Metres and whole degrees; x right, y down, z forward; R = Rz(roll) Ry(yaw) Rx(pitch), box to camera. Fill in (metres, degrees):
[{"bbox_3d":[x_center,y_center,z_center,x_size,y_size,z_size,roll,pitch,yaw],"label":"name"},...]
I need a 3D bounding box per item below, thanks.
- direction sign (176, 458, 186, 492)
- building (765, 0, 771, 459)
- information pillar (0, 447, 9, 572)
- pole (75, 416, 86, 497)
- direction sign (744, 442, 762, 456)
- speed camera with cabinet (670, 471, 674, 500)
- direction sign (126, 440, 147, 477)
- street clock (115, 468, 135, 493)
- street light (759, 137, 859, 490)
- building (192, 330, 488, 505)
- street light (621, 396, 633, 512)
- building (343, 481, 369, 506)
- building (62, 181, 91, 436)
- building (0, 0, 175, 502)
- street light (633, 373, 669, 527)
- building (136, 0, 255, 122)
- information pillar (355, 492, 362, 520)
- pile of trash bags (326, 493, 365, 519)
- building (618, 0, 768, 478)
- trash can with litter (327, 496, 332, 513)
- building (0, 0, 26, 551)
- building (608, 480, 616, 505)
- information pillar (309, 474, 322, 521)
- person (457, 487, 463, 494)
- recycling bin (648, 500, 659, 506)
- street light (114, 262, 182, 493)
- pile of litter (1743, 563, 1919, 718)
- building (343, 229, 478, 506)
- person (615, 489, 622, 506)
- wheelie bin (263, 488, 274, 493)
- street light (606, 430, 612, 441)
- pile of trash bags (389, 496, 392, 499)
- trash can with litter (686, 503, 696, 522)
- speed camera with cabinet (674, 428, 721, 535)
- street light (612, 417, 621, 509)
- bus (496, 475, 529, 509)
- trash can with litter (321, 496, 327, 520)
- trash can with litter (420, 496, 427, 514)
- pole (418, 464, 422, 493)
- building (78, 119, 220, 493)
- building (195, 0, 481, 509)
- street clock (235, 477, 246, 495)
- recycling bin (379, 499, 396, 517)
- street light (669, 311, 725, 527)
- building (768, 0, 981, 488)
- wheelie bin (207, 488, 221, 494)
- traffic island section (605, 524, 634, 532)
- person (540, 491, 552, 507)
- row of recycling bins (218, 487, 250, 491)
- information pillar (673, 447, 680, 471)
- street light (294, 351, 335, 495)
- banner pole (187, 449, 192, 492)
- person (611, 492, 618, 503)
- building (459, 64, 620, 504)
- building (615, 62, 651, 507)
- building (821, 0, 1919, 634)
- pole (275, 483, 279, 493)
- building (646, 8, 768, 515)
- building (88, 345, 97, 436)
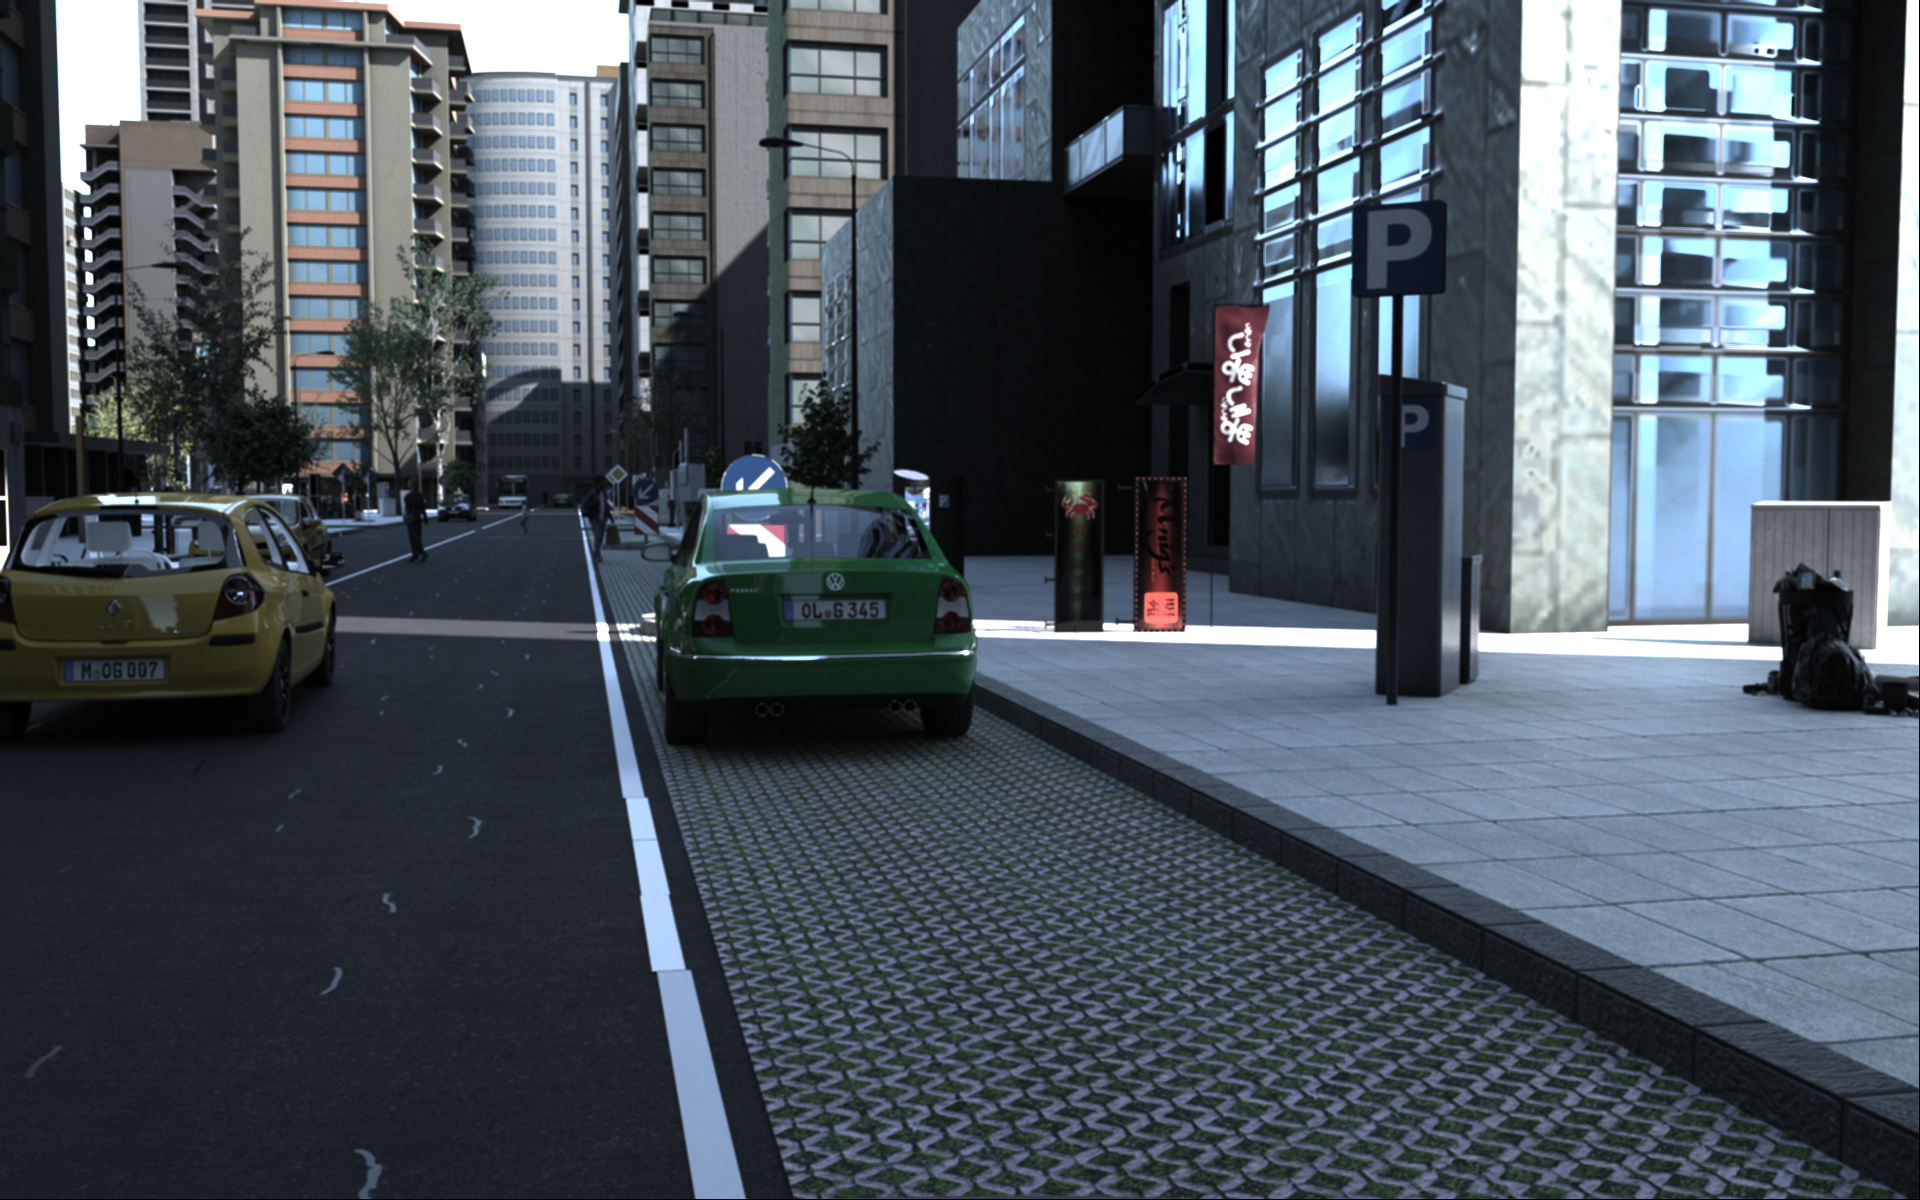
[{"bbox_3d":[-48.429,-7.075,107.679,0.876,3.537,0.379,2,4,31],"label":"direction sign"},{"bbox_3d":[-1.601,-26.510,83.552,14.200,45.320,14.600,-1,4,-12],"label":"building"},{"bbox_3d":[-15.175,-1.388,27.185,0.304,2.012,0.304,2,4,24],"label":"information pillar"},{"bbox_3d":[-22.997,-3.149,45.336,0.158,3.312,0.155,0,3,0],"label":"pole"},{"bbox_3d":[-8.933,-5.075,74.967,0.876,3.537,0.379,-3,4,-37],"label":"direction sign"},{"bbox_3d":[-9.701,-4.281,64.326,2.038,3.252,0.660,-1,4,-20],"label":"speed camera with cabinet"},{"bbox_3d":[-34.704,-4.948,72.904,0.876,3.537,0.379,-1,4,-9],"label":"direction sign"},{"bbox_3d":[-23.151,-2.659,48.052,0.471,2.002,0.358,-2,4,-35],"label":"street clock"},{"bbox_3d":[-1.926,-3.075,22.813,1.470,5.913,1.316,-1,4,-12],"label":"street light"},{"bbox_3d":[-70.872,-21.832,201.991,28.899,21.520,27.650,-1,4,-12],"label":"building"},{"bbox_3d":[-15.214,-6.726,82.506,1.470,5.913,1.316,-1,4,-12],"label":"street light"},{"bbox_3d":[-77.156,-35.529,231.014,14.200,45.320,14.600,-1,4,-12],"label":"building"},{"bbox_3d":[-110.430,-30.523,190.927,23.993,40.220,32.217,-1,4,-12],"label":"building"},{"bbox_3d":[-39.927,-24.021,47.370,28.867,44.769,22.147,-1,4,-12],"label":"building"},{"bbox_3d":[-11.641,-5.745,66.476,1.470,5.913,1.316,-1,4,-12],"label":"street light"},{"bbox_3d":[-95.204,-48.390,229.429,20.611,71.187,20.563,-1,4,-12],"label":"building"},{"bbox_3d":[-29.406,-4.901,84.625,0.304,2.012,0.304,-1,4,-19],"label":"information pillar"},{"bbox_3d":[-32.119,-4.896,89.797,1.912,1.369,3.447,1,4,20],"label":"pile of trash bags"},{"bbox_3d":[-17.534,-35.268,165.869,28.713,52.752,27.495,-1,4,-12],"label":"building"},{"bbox_3d":[-47.129,-7.172,128.656,1.055,1.170,0.624,2,4,34],"label":"trash can with litter"},{"bbox_3d":[-22.934,-15.401,23.502,14.160,30.474,14.107,-1,4,-12],"label":"building"},{"bbox_3d":[-26.955,-31.880,213.122,32.217,40.220,23.993,-1,4,-12],"label":"building"},{"bbox_3d":[-23.274,-3.550,62.539,0.304,2.012,0.304,0,4,1],"label":"information pillar"},{"bbox_3d":[-38.542,-7.790,133.319,0.656,1.842,0.836,-1,4,-13],"label":"person"},{"bbox_3d":[-13.533,-3.985,77.716,0.722,1.027,0.722,1,4,21],"label":"recycling bin"},{"bbox_3d":[-16.284,-3.805,34.755,1.470,5.913,1.316,-1,4,-12],"label":"street light"},{"bbox_3d":[5.551,0.195,10.779,1.176,0.858,1.719,1,4,18],"label":"pile of litter"},{"bbox_3d":[-57.885,-24.937,179.426,14.160,30.474,14.107,-1,4,-12],"label":"building"},{"bbox_3d":[-35.928,-10.710,181.245,1.348,1.812,0.705,3,5,40],"label":"person"},{"bbox_3d":[-38.599,-5.435,96.774,0.693,1.594,0.980,0,4,-1],"label":"wheelie bin"},{"bbox_3d":[-24.895,-9.419,126.541,1.470,5.913,1.316,-1,4,-12],"label":"street light"},{"bbox_3d":[-44.023,-7.713,135.867,1.912,1.369,3.447,0,4,-7],"label":"pile of trash bags"},{"bbox_3d":[-12.044,-4.197,79.679,2.233,1.210,1.678,1,4,15],"label":"trash can with litter"},{"bbox_3d":[-7.599,-3.504,51.630,0.660,3.252,2.038,-3,5,-43],"label":"speed camera with cabinet"},{"bbox_3d":[-20.155,-8.105,105.062,1.470,5.913,1.316,-1,4,-12],"label":"street light"},{"bbox_3d":[-42.583,-10.428,165.362,2.948,3.499,13.247,-1,4,-13],"label":"bus"},{"bbox_3d":[-35.533,-5.131,95.280,1.055,1.170,0.624,-1,4,-17],"label":"trash can with litter"},{"bbox_3d":[-33.966,-5.931,108.357,1.055,1.170,0.624,-2,4,-34],"label":"trash can with litter"},{"bbox_3d":[-36.639,-7.569,117.598,0.158,3.312,0.155,0,3,0],"label":"pole"},{"bbox_3d":[-93.442,-33.847,203.516,14.200,45.320,14.600,-1,4,-12],"label":"building"},{"bbox_3d":[-55.766,-30.750,157.386,22.147,44.769,28.867,-1,4,-12],"label":"building"},{"bbox_3d":[-23.996,-3.255,57.787,0.358,2.002,0.471,-3,4,-38],"label":"street clock"},{"bbox_3d":[-32.538,-5.251,98.401,0.722,1.027,0.722,-2,4,-35],"label":"recycling bin"},{"bbox_3d":[-6.615,-4.389,44.304,1.470,5.913,1.316,-1,4,-12],"label":"street light"},{"bbox_3d":[0.103,-23.056,60.567,14.154,41.232,14.086,-1,4,-12],"label":"building"},{"bbox_3d":[-61.020,-8.157,141.271,0.980,1.594,0.693,2,4,35],"label":"wheelie bin"},{"bbox_3d":[-13.122,-2.724,66.822,2.009,0.180,2.903,-1,4,-12],"label":"traffic island section"},{"bbox_3d":[-47.379,-11.583,198.016,1.348,1.807,0.705,-2,4,-28],"label":"person"},{"bbox_3d":[-45.793,-6.245,109.216,1.069,1.692,3.534,1,4,12],"label":"row of recycling bins"},{"bbox_3d":[-13.599,-5.636,83.499,0.183,3.616,0.504,3,5,43],"label":"information pillar"},{"bbox_3d":[-20.981,-5.119,56.243,1.470,5.913,1.316,-1,4,-12],"label":"street light"},{"bbox_3d":[-43.097,-6.538,96.916,0.401,3.779,0.863,-3,5,-41],"label":"banner pole"},{"bbox_3d":[-35.598,-10.462,177.827,1.217,1.736,0.721,0,4,2],"label":"person"},{"bbox_3d":[-57.176,-42.642,239.201,28.212,58.520,21.231,-1,4,-12],"label":"building"},{"bbox_3d":[-26.316,-34.584,189.152,21.300,48.544,21.600,-1,4,-12],"label":"building"},{"bbox_3d":[10.628,-43.891,30.286,22.319,86.520,31.000,-1,4,-12],"label":"building"},{"bbox_3d":[-40.046,-6.591,101.612,0.158,3.312,0.155,0,3,0],"label":"pole"},{"bbox_3d":[-12.448,-20.597,108.457,14.160,30.474,14.107,-1,4,-12],"label":"building"},{"bbox_3d":[-120.154,-23.468,228.744,28.899,21.520,27.650,-1,4,-12],"label":"building"}]
